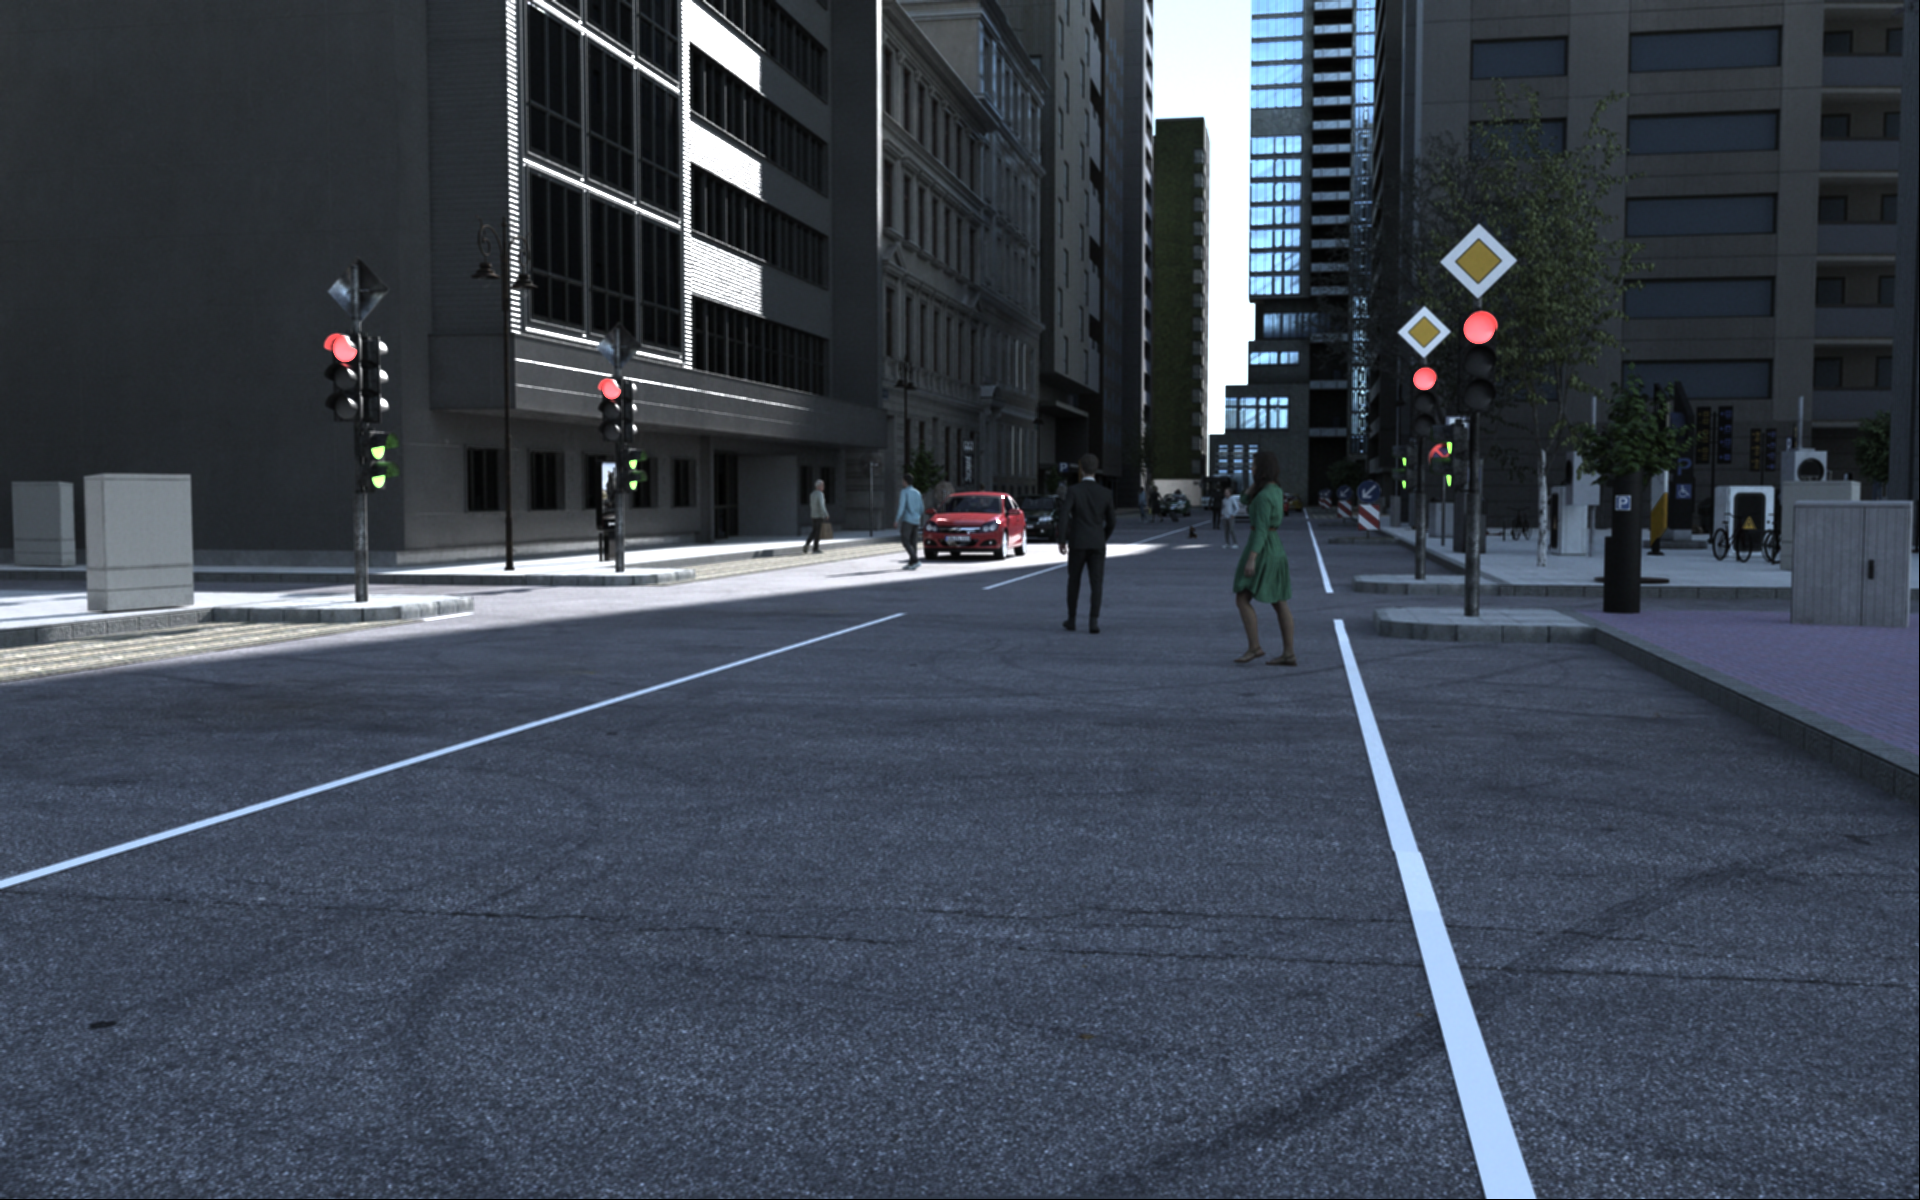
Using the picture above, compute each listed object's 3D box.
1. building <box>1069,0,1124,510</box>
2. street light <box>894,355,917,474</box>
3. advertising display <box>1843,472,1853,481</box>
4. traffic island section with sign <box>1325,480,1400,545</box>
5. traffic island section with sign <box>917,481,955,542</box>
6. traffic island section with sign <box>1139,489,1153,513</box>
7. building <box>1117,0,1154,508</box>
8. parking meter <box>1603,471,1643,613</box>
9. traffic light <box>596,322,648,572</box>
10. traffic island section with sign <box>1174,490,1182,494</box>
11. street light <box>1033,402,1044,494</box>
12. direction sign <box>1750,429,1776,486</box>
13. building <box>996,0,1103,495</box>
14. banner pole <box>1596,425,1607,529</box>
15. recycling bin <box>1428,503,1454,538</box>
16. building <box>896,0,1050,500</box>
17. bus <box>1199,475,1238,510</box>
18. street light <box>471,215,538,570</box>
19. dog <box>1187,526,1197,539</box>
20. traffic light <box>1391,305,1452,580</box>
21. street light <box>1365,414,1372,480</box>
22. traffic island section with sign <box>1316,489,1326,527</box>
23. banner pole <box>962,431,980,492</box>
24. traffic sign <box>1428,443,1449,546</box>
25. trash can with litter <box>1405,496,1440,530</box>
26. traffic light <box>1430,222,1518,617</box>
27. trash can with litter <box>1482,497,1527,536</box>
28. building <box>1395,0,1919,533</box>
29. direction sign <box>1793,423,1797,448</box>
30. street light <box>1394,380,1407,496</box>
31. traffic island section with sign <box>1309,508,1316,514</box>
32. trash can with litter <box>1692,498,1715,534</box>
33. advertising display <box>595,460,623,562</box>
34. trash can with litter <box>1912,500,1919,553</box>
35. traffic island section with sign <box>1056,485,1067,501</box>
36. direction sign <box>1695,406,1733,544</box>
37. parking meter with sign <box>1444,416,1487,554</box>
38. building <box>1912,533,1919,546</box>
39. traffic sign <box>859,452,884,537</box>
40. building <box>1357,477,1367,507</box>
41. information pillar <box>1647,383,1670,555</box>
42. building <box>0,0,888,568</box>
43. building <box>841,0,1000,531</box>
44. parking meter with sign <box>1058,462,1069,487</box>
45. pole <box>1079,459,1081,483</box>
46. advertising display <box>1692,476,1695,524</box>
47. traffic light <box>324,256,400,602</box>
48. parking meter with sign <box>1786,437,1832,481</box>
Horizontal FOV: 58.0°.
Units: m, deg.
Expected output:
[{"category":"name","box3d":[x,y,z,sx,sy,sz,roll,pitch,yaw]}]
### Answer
[{"category":"building","box3d":[5.329,-29.807,137.463,14.600,45.320,14.200,1,4,11]},{"category":"street light","box3d":[-1.812,-5.200,57.806,0.468,5.910,1.993,1,4,11]},{"category":"advertising display","box3d":[25.821,-2.765,50.419,0.123,1.923,0.974,1,4,20]},{"category":"traffic island section with sign","box3d":[11.702,-2.541,50.179,1.989,1.847,2.006,1,4,11]},{"category":"traffic island section with sign","box3d":[-0.531,-2.688,52.582,1.989,1.847,2.006,1,4,11]},{"category":"traffic island section with sign","box3d":[14.325,-7.319,128.300,1.989,1.847,2.006,1,4,11]},{"category":"building","box3d":[4.261,-38.278,167.849,28.212,58.520,21.231,1,4,11]},{"category":"parking meter","box3d":[7.183,-0.633,18.759,0.372,1.533,0.369,0,3,0]},{"category":"traffic light","box3d":[-5.575,-2.412,28.362,0.839,4.253,0.868,1,4,11]},{"category":"traffic island section with sign","box3d":[19.523,-8.937,154.751,1.989,1.847,2.006,1,4,11]},{"category":"street light","box3d":[3.943,-6.986,87.016,0.468,5.910,1.993,1,4,11]},{"category":"direction sign","box3d":[27.730,-4.151,59.874,0.876,3.537,0.379,0,4,-1]},{"category":"building","box3d":[-4.992,-32.343,118.051,28.713,52.752,27.495,1,4,11]},{"category":"banner pole","box3d":[23.271,-4.470,63.102,0.863,3.779,0.401,-2,4,-33]},{"category":"recycling bin","box3d":[14.259,-2.353,51.020,0.722,1.027,0.722,0,4,-2]},{"category":"building","box3d":[-3.322,-18.657,90.947,13.634,28.700,20.117,1,4,11]},{"category":"bus","box3d":[23.708,-9.975,157.958,2.948,3.499,13.247,1,4,12]},{"category":"street light","box3d":[-7.588,-3.438,29.005,0.468,5.910,1.993,1,4,11]},{"category":"dog","box3d":[7.468,-2.201,56.173,0.550,0.427,0.748,3,4,37]},{"category":"traffic light","box3d":[6.902,-2.264,25.936,0.839,4.253,0.868,1,4,11]},{"category":"street light","box3d":[23.144,-7.672,98.230,0.468,5.910,1.993,1,4,11]},{"category":"traffic island section with sign","box3d":[16.883,-4.159,76.633,1.989,1.847,2.006,1,4,11]},{"category":"banner pole","box3d":[0.489,-4.818,68.796,0.863,3.779,0.401,0,4,-3]},{"category":"traffic sign","box3d":[11.957,-2.611,42.801,0.768,2.556,0.104,1,4,15]},{"category":"trash can with litter","box3d":[16.894,-3.159,62.711,2.233,1.210,1.678,-2,4,-26]},{"category":"traffic light","box3d":[5.363,-1.785,18.101,0.839,4.253,0.868,1,4,11]},{"category":"trash can with litter","box3d":[16.549,-2.620,53.897,2.233,1.210,1.678,0,4,6]},{"category":"building","box3d":[30.376,-32.668,76.123,21.231,58.520,28.212,1,4,11]},{"category":"direction sign","box3d":[26.821,-3.889,55.575,0.379,3.537,0.876,3,4,39]},{"category":"street light","box3d":[17.506,-5.887,69.042,0.468,5.910,1.993,1,4,11]},{"category":"traffic island section with sign","box3d":[26.614,-7.188,126.146,1.989,1.847,2.006,1,4,11]},{"category":"trash can with litter","box3d":[23.800,-2.691,55.383,1.055,1.170,0.624,-2,4,-33]},{"category":"advertising display","box3d":[-6.710,-1.711,33.190,0.123,1.923,0.974,1,4,13]},{"category":"trash can with litter","box3d":[20.999,-1.654,38.099,1.678,1.210,2.233,-2,4,-28]},{"category":"traffic island section with sign","box3d":[4.694,-4.319,79.237,1.989,1.847,2.006,1,4,11]},{"category":"direction sign","box3d":[19.481,-3.230,44.804,0.876,3.537,0.379,2,4,35]},{"category":"parking meter with sign","box3d":[11.147,-2.555,38.041,0.543,3.016,1.738,0,4,-2]},{"category":"building","box3d":[36.011,-29.951,31.692,28.212,58.520,21.231,1,4,11]},{"category":"traffic sign","box3d":[-2.673,-3.177,52.048,0.768,2.556,0.104,1,4,13]},{"category":"building","box3d":[53.134,-28.476,157.466,32.217,40.220,23.993,1,4,11]},{"category":"information pillar","box3d":[14.642,-2.745,36.231,0.183,3.616,0.504,-1,4,-10]},{"category":"building","box3d":[-12.163,-13.820,45.024,14.314,24.678,30.058,1,4,11]},{"category":"building","box3d":[-5.896,-14.342,70.650,11.583,22.565,21.152,1,4,11]},{"category":"parking meter with sign","box3d":[5.551,-5.998,94.335,0.543,3.016,1.738,1,4,10]},{"category":"pole","box3d":[7.025,-6.583,101.477,0.158,3.312,0.155,0,3,0]},{"category":"advertising display","box3d":[26.332,-3.519,62.747,0.123,1.923,0.974,0,4,-3]},{"category":"traffic light","box3d":[-7.114,-1.933,20.526,0.839,4.253,0.868,1,4,11]},{"category":"parking meter with sign","box3d":[26.141,-3.456,52.774,1.738,3.016,0.543,0,4,8]}]
